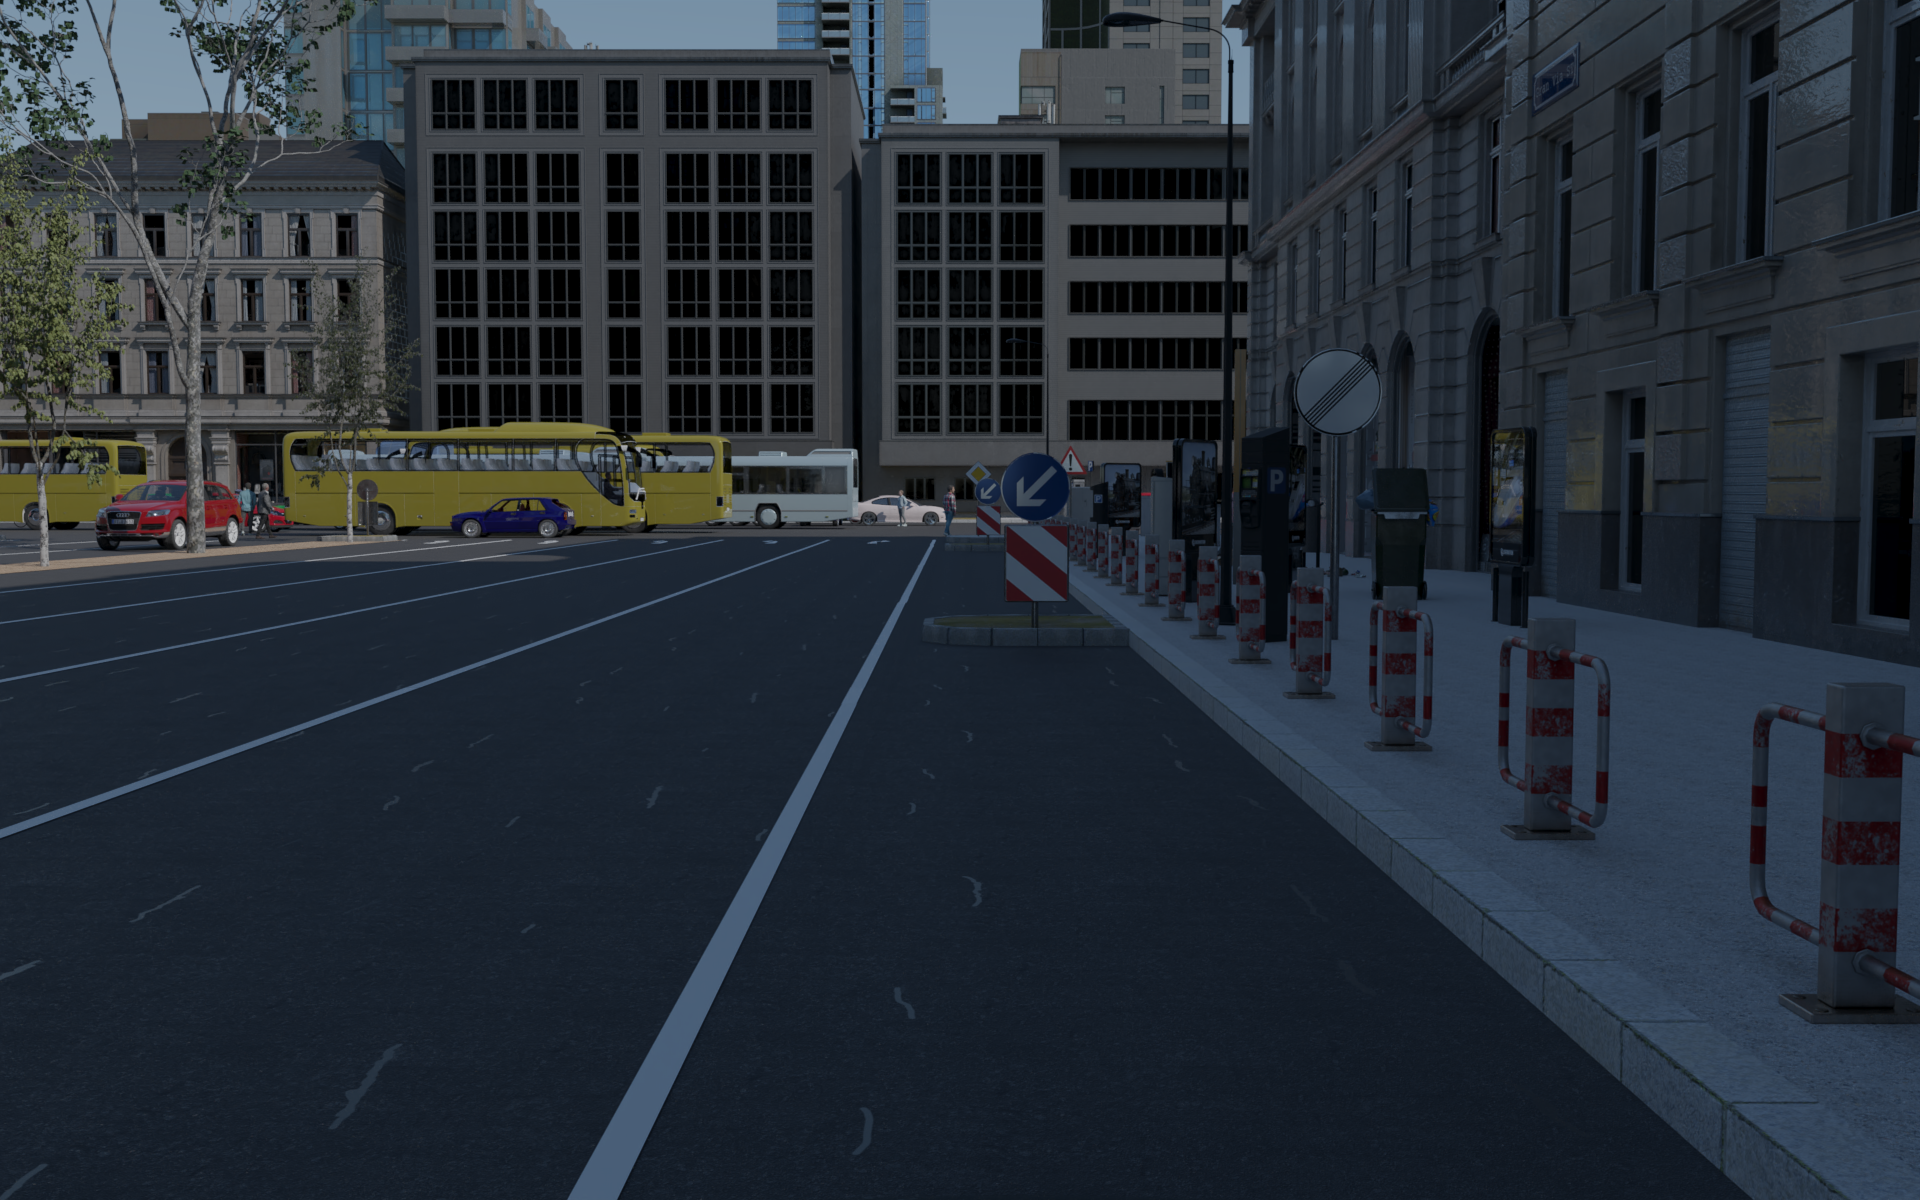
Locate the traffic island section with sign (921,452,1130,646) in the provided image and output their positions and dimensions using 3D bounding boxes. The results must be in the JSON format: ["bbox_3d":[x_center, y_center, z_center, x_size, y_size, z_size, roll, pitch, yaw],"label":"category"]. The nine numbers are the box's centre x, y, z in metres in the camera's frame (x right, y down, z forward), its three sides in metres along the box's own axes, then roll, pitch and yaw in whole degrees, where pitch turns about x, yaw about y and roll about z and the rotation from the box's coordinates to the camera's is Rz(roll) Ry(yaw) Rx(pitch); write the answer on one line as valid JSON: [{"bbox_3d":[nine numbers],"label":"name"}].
[{"bbox_3d":[0.616,-0.530,17.296,1.989,1.847,2.006,0,3,0],"label":"traffic island section with sign"}]

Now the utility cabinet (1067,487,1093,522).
[{"bbox_3d":[3.842,-2.726,53.242,1.173,1.500,0.318,3,4,36],"label":"utility cabinet"}]

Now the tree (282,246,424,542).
[{"bbox_3d":[-18.019,-6.011,51.095,4.360,8.622,3.978,0,3,0],"label":"tree"}]

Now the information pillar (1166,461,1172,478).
[{"bbox_3d":[4.738,-2.069,38.326,0.304,2.012,0.304,2,4,24],"label":"information pillar"}]

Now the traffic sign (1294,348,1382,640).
[{"bbox_3d":[3.295,-0.923,15.190,0.768,2.556,0.104,0,4,1],"label":"traffic sign"}]

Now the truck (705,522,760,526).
[{"bbox_3d":[-17.377,-5.379,77.709,18.799,4.110,2.967,0,4,1],"label":"truck"}]

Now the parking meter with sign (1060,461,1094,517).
[{"bbox_3d":[6.112,-5.772,90.632,1.738,3.016,0.543,-1,4,-23],"label":"parking meter with sign"}]

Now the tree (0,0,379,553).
[{"bbox_3d":[-19.644,-11.234,42.025,12.611,20.169,13.585,0,3,0],"label":"tree"}]

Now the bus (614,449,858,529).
[{"bbox_3d":[-10.917,-4.692,71.573,13.247,3.499,2.948,0,4,1],"label":"bus"}]

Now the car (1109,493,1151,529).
[{"bbox_3d":[7.173,-3.771,70.698,4.494,1.783,2.155,0,4,1],"label":"car"}]

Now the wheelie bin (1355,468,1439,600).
[{"bbox_3d":[5.321,-0.810,21.160,0.980,1.594,0.693,0,4,6],"label":"wheelie bin"}]

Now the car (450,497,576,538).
[{"bbox_3d":[-14.721,-2.725,57.126,3.894,1.354,1.945,0,4,-1],"label":"car"}]

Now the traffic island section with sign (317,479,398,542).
[{"bbox_3d":[-18.283,-2.734,52.839,2.006,1.907,1.989,0,3,0],"label":"traffic island section with sign"}]

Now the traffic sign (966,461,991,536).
[{"bbox_3d":[0.557,-2.991,52.543,0.795,2.450,0.064,0,3,0],"label":"traffic sign"}]

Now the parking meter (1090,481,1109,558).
[{"bbox_3d":[2.792,-1.613,34.778,0.372,1.533,0.369,0,3,0],"label":"parking meter"}]

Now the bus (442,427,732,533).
[{"bbox_3d":[-14.718,-4.443,64.194,12.252,3.916,2.896,0,4,1],"label":"bus"}]

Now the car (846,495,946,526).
[{"bbox_3d":[-2.801,-4.079,79.048,4.827,1.381,2.083,0,4,-1],"label":"car"}]

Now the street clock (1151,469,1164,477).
[{"bbox_3d":[5.593,-2.727,49.155,0.358,2.002,0.471,-1,4,-13],"label":"street clock"}]

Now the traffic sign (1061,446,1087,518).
[{"bbox_3d":[2.983,-2.858,46.728,0.884,2.594,0.081,0,4,7],"label":"traffic sign"}]

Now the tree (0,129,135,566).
[{"bbox_3d":[-17.991,-4.942,33.621,4.737,8.622,4.395,0,3,0],"label":"tree"}]

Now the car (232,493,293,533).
[{"bbox_3d":[-27.388,-3.429,65.102,4.494,1.783,2.155,0,4,-1],"label":"car"}]

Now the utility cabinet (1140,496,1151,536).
[{"bbox_3d":[6.014,-2.540,52.688,1.020,1.237,0.306,1,4,10],"label":"utility cabinet"}]

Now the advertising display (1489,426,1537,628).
[{"bbox_3d":[5.399,-0.718,16.952,0.123,1.923,0.974,0,4,-1],"label":"advertising display"}]

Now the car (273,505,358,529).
[{"bbox_3d":[-26.603,-3.818,71.224,4.718,1.807,1.959,0,4,-2],"label":"car"}]

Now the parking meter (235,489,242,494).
[{"bbox_3d":[-37.735,-5.028,90.622,0.372,1.533,0.369,0,3,0],"label":"parking meter"}]

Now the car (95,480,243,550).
[{"bbox_3d":[-21.023,-2.292,46.152,2.281,1.827,5.304,0,4,1],"label":"car"}]

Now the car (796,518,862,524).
[{"bbox_3d":[-6.152,-4.459,82.692,4.222,1.686,2.009,0,4,1],"label":"car"}]

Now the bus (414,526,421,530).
[{"bbox_3d":[-19.188,-4.504,68.506,13.247,3.499,2.948,0,4,-1],"label":"bus"}]

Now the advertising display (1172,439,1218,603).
[{"bbox_3d":[2.785,-0.937,20.531,0.123,1.923,0.974,2,4,34],"label":"advertising display"}]

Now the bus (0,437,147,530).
[{"bbox_3d":[-39.202,-4.765,69.455,12.252,3.916,2.896,0,4,2],"label":"bus"}]

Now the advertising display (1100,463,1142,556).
[{"bbox_3d":[3.322,-1.868,35.764,0.974,1.923,0.123,-2,4,-31],"label":"advertising display"}]

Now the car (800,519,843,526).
[{"bbox_3d":[-6.242,-4.006,78.073,1.945,1.354,3.894,0,4,0],"label":"car"}]

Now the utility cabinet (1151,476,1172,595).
[{"bbox_3d":[2.615,-0.828,22.212,0.318,1.500,1.173,0,4,5],"label":"utility cabinet"}]

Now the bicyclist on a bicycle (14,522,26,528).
[{"bbox_3d":[-39.675,-3.915,74.036,1.625,1.676,1.499,0,4,1],"label":"bicyclist on a bicycle"}]

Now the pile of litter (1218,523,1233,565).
[{"bbox_3d":[4.792,-1.063,31.346,1.176,0.858,1.719,0,4,-5],"label":"pile of litter"}]

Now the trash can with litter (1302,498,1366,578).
[{"bbox_3d":[5.657,-1.007,27.516,1.678,1.210,2.233,-1,4,-15],"label":"trash can with litter"}]

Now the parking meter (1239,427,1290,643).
[{"bbox_3d":[2.639,-0.570,15.031,0.399,1.863,0.255,-3,4,-36],"label":"parking meter"}]

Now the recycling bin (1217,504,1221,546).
[{"bbox_3d":[5.955,-1.830,42.481,0.722,1.027,0.722,2,4,24],"label":"recycling bin"}]

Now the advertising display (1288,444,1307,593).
[{"bbox_3d":[4.329,-1.060,22.543,0.123,1.923,0.974,2,4,26],"label":"advertising display"}]

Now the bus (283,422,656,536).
[{"bbox_3d":[-16.892,-4.188,60.027,12.252,3.916,2.896,0,3,0],"label":"bus"}]
